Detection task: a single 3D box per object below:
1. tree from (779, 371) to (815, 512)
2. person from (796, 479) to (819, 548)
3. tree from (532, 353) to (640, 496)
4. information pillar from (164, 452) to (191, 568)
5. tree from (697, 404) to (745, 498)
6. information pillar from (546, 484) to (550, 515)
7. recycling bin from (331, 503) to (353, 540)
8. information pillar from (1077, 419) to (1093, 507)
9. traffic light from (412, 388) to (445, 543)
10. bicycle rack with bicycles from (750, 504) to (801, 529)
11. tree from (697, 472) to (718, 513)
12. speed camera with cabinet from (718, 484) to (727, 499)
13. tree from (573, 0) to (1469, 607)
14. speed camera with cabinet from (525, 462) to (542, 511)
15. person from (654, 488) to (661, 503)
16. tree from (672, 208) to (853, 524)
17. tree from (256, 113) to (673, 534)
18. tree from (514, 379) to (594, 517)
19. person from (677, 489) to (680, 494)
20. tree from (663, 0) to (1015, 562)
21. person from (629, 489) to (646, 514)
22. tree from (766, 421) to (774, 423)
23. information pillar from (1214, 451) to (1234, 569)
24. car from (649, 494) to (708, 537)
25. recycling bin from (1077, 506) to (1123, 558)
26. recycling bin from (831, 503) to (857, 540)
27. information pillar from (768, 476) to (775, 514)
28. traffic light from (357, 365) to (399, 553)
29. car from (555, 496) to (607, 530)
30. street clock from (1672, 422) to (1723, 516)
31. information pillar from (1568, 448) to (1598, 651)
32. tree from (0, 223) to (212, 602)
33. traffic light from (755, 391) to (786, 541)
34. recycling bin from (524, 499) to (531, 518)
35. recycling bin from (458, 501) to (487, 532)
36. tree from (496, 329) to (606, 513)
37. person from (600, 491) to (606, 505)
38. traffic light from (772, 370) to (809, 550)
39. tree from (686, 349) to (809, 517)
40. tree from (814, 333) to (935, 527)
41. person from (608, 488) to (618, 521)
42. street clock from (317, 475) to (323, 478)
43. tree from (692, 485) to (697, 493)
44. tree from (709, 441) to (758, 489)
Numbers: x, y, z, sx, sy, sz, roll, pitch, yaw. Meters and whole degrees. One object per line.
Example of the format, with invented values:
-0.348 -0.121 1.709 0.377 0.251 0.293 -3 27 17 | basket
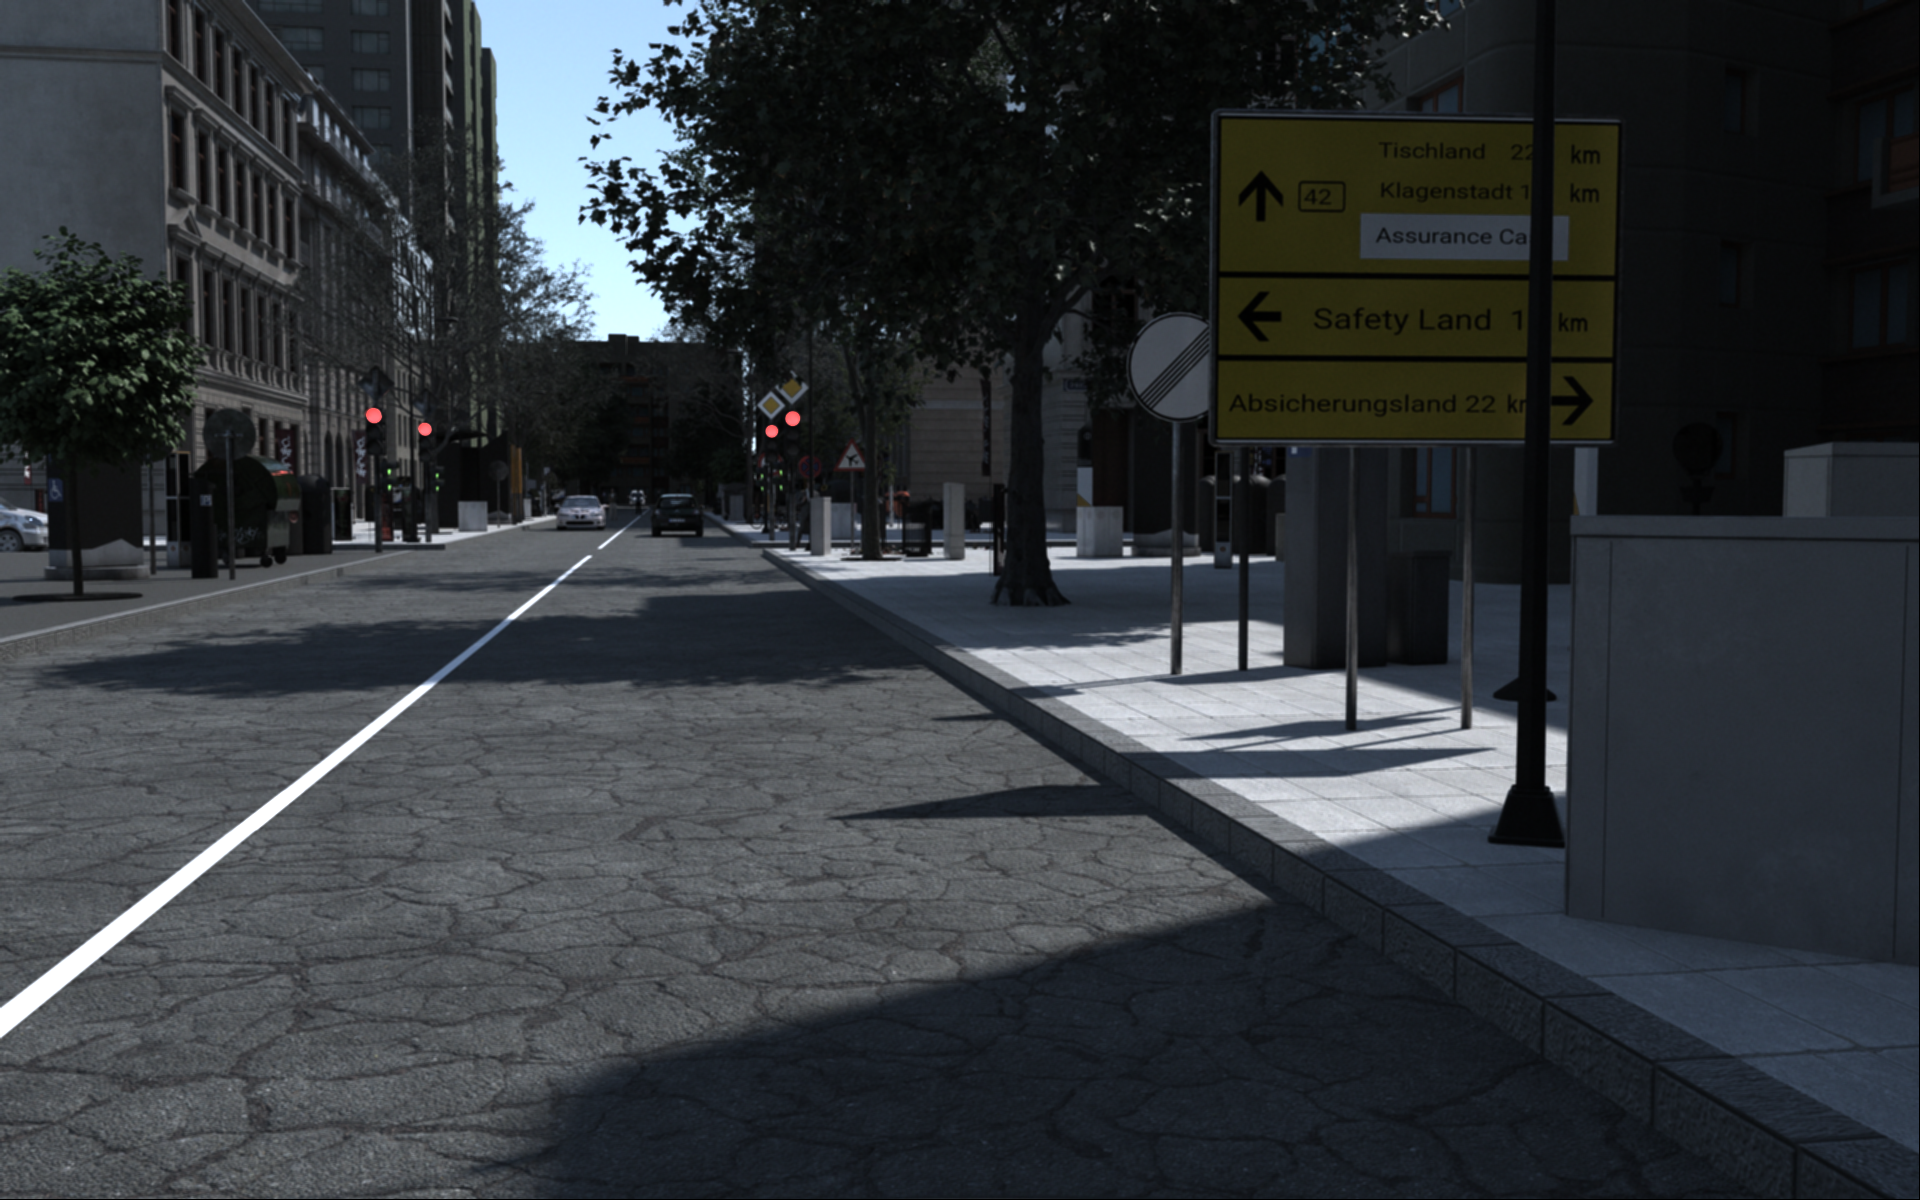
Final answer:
-6.860 -8.431 88.216 4.737 8.622 4.395 0 3 0 | tree
-3.809 -2.140 43.456 0.622 1.834 0.822 -2 4 -24 | person
-34.705 -15.566 161.158 9.857 13.997 8.962 0 3 0 | tree
-13.617 -1.571 30.174 0.304 2.012 0.304 1 4 20 | information pillar
-19.224 -11.466 137.833 4.360 8.622 3.978 0 3 0 | tree
-25.533 -6.270 107.003 0.304 2.012 0.304 -1 4 -17 | information pillar
-17.460 -2.190 48.353 0.722 1.027 0.722 1 4 16 | recycling bin
3.875 -3.799 53.464 0.504 3.616 0.183 1 4 22 | information pillar
-14.042 -3.473 45.706 0.839 4.253 0.868 -1 4 -10 | traffic light
-6.336 -3.098 64.039 2.925 0.926 2.852 -1 4 -20 | bicycle rack with bicycles
-16.403 -7.509 117.366 1.663 3.219 1.824 0 3 0 | tree
-14.584 -7.190 111.890 2.038 3.252 0.660 1 4 19 | speed camera with cabinet
0.787 -6.282 19.718 9.611 12.733 9.660 0 3 0 | tree
-26.404 -6.905 107.231 0.660 3.252 2.038 -2 4 -28 | speed camera with cabinet
-19.757 -6.448 113.702 0.755 1.850 0.659 -1 4 -10 | person
-8.842 -9.980 73.535 12.009 13.543 11.850 0 3 0 | tree
-16.773 -8.862 55.258 12.009 13.543 11.850 0 3 0 | tree
-23.237 -9.018 97.803 4.360 8.622 3.978 0 3 0 | tree
-21.857 -7.716 134.660 0.705 1.823 1.348 0 4 2 | person
-1.874 -6.562 33.040 9.928 11.665 9.643 0 3 0 | tree
-23.288 -7.147 125.333 1.348 1.826 0.705 -2 4 -35 | person
-10.518 -9.865 111.662 4.737 8.622 4.395 0 3 0 | tree
4.545 -1.550 29.828 0.304 2.012 0.304 1 4 13 | information pillar
-9.668 -3.034 59.384 2.009 1.686 4.222 0 4 -8 | car
2.853 -1.395 35.366 0.722 1.027 0.722 -2 4 -26 | recycling bin
-3.313 -2.229 48.995 0.722 1.027 0.722 0 4 4 | recycling bin
-7.259 -4.606 66.661 0.183 3.616 0.504 -2 4 -32 | information pillar
-12.715 -2.991 37.832 0.839 4.253 0.868 -1 4 -10 | traffic light
-15.345 -3.539 70.230 2.083 1.381 4.827 -1 4 -10 | car
7.483 -0.798 17.611 0.471 2.002 0.358 2 4 25 | street clock
5.058 -1.383 13.966 0.183 3.616 0.504 0 4 8 | information pillar
-10.855 -2.300 21.312 4.285 4.588 4.351 0 3 0 | tree
-5.158 -3.565 47.214 0.839 4.253 0.868 -1 4 -10 | traffic light
-23.312 -4.866 92.113 0.722 1.027 0.722 2 4 33 | recycling bin
-16.640 -2.850 59.151 0.722 1.027 0.722 3 5 41 | recycling bin
-27.474 -12.220 117.928 7.486 12.596 7.792 0 3 0 | tree
-41.375 -11.755 200.559 0.599 1.838 0.709 -2 4 -35 | person
-3.832 -3.084 39.339 0.839 4.253 0.868 -1 4 -10 | traffic light
-11.667 -9.906 96.367 7.601 10.594 8.767 -1 4 -11 | tree
-2.883 -7.116 66.715 4.737 8.622 4.395 0 3 0 | tree
-18.803 -5.183 93.796 0.519 1.759 0.362 0 4 -1 | person
-24.991 -3.843 67.410 0.471 2.002 0.358 -2 4 -27 | street clock
-28.070 -11.716 186.160 1.663 3.219 1.824 0 3 0 | tree
-13.430 -7.347 103.833 4.285 4.588 4.351 0 3 0 | tree
